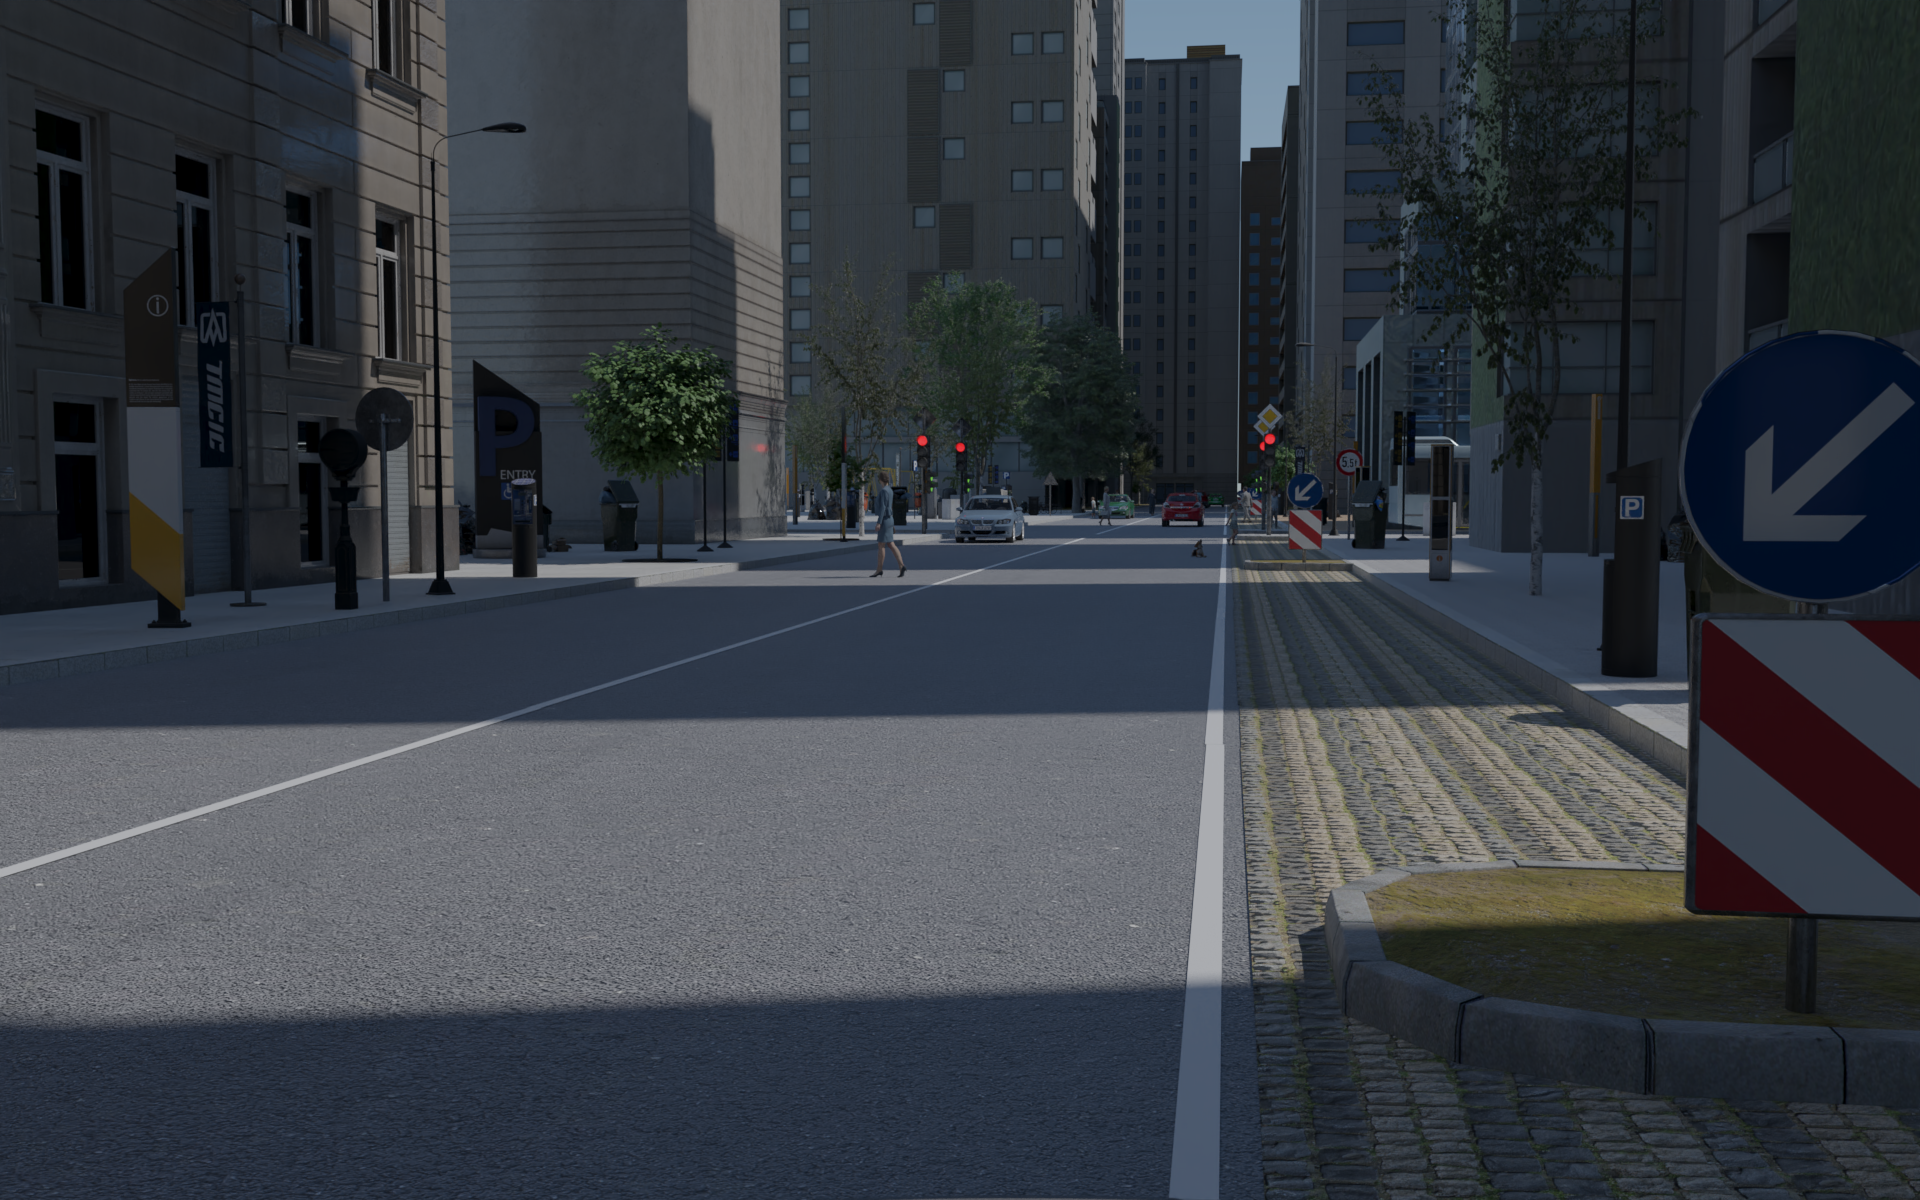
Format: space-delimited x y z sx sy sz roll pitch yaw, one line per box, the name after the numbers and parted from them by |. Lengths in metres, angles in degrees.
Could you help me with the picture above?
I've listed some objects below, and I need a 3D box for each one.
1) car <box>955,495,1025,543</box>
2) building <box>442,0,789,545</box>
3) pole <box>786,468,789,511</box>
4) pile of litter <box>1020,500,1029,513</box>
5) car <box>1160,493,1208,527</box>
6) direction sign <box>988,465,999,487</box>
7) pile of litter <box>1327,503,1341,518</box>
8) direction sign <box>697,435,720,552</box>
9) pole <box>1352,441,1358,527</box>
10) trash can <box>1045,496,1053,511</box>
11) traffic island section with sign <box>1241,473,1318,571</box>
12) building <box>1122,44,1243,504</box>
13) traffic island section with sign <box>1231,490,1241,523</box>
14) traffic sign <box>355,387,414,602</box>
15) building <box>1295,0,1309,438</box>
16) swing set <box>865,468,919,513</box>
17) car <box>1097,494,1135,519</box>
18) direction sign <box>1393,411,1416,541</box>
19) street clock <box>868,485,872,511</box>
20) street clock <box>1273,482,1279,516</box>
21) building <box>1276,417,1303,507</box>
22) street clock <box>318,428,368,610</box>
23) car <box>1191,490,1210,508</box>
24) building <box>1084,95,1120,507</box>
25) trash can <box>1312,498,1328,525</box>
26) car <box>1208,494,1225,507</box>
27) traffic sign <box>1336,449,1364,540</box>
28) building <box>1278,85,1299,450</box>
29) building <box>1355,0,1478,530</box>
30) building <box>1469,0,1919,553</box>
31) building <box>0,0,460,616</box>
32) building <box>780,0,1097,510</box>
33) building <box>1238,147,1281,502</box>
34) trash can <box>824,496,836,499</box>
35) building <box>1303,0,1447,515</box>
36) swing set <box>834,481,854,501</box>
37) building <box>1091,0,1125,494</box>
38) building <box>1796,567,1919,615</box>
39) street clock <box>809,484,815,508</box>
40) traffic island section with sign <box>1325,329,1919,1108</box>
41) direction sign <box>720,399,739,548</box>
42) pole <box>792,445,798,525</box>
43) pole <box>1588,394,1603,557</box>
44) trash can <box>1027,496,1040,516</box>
0.938 -2.468 52.361 2.014 1.417 4.499 0 4 8 | car
-14.837 -12.244 49.348 18.267 20.994 9.793 1 4 9 | building
-13.434 -8.622 134.820 0.158 3.312 0.155 0 3 0 | pole
4.628 -6.354 117.845 1.176 0.858 1.719 2 4 33 | pile of litter
9.947 -4.163 77.103 2.155 1.783 4.494 1 4 9 | car
2.594 -8.744 134.959 0.876 3.537 0.379 2 4 23 | direction sign
20.083 -4.939 94.720 1.719 0.858 1.176 0 4 8 | pile of litter
-5.688 -2.848 38.570 0.379 3.537 0.876 -1 4 -20 | direction sign
15.242 -4.464 66.832 0.158 3.312 0.155 0 3 0 | pole
6.739 -7.320 131.332 0.748 1.137 0.748 0 3 0 | trash can
6.413 -1.485 32.910 1.989 1.847 2.006 1 4 9 | traffic island section with sign
23.282 -42.232 232.499 28.212 58.520 21.231 1 4 9 | building
14.632 -4.748 86.261 1.989 1.847 2.006 1 4 9 | traffic island section with sign
-6.861 -1.256 20.634 0.768 2.556 0.104 1 4 12 | traffic sign
43.420 -34.306 150.145 28.713 52.752 27.495 1 4 9 | building
-4.657 -7.283 116.692 3.119 2.851 2.862 -1 4 -22 | swing set
9.133 -5.452 100.936 2.131 1.459 4.920 1 4 10 | car
12.164 -3.392 47.460 0.876 3.537 0.379 -3 4 -36 | direction sign
-6.932 -7.901 133.749 0.358 2.002 0.471 0 4 -6 | street clock
18.662 -5.981 102.363 0.358 2.002 0.471 -1 4 -11 | street clock
42.603 -45.020 174.332 20.563 71.187 20.611 1 4 9 | building
-6.828 -0.896 19.222 0.471 2.002 0.358 0 4 7 | street clock
24.195 -10.224 175.830 2.281 1.827 5.304 1 4 9 | car
8.465 -29.959 173.431 14.154 41.232 14.086 1 4 9 | building
14.724 -3.625 70.914 0.748 1.137 0.748 0 3 0 | trash can
28.151 -11.106 190.374 1.959 1.807 4.718 1 4 9 | car
10.915 -2.963 48.554 0.768 2.556 0.104 1 4 18 | traffic sign
47.256 -34.982 195.657 21.300 48.544 21.600 1 4 9 | building
32.234 -46.242 68.725 31.000 86.520 22.319 1 4 9 | building
19.809 -21.940 42.309 14.154 41.232 14.086 1 4 9 | building
-15.861 -13.458 17.304 12.463 27.353 25.104 1 4 9 | building
-2.157 -34.504 153.386 28.713 52.752 27.495 1 4 9 | building
43.658 -35.217 225.905 14.200 45.320 14.600 1 4 9 | building
-7.994 -5.816 106.747 0.748 1.137 0.748 0 3 0 | trash can
34.548 -35.286 118.932 21.231 58.520 28.212 1 4 9 | building
-8.369 -8.691 139.712 3.119 2.851 2.862 1 4 19 | swing set
8.248 -46.685 201.559 20.611 71.187 20.563 1 4 9 | building
17.166 -20.600 20.412 14.154 41.232 14.086 1 4 9 | building
-11.698 -8.205 138.720 0.358 2.002 0.471 0 4 2 | street clock
2.098 0.223 4.984 1.989 1.847 2.006 1 4 9 | traffic island section with sign
-5.602 -3.009 41.188 0.379 3.537 0.876 3 5 43 | direction sign
-6.882 -4.797 72.269 0.158 3.312 0.155 0 3 0 | pole
12.977 -2.540 35.372 0.158 3.312 0.155 0 3 0 | pole
4.402 -5.618 103.511 0.748 1.137 0.748 0 3 0 | trash can
